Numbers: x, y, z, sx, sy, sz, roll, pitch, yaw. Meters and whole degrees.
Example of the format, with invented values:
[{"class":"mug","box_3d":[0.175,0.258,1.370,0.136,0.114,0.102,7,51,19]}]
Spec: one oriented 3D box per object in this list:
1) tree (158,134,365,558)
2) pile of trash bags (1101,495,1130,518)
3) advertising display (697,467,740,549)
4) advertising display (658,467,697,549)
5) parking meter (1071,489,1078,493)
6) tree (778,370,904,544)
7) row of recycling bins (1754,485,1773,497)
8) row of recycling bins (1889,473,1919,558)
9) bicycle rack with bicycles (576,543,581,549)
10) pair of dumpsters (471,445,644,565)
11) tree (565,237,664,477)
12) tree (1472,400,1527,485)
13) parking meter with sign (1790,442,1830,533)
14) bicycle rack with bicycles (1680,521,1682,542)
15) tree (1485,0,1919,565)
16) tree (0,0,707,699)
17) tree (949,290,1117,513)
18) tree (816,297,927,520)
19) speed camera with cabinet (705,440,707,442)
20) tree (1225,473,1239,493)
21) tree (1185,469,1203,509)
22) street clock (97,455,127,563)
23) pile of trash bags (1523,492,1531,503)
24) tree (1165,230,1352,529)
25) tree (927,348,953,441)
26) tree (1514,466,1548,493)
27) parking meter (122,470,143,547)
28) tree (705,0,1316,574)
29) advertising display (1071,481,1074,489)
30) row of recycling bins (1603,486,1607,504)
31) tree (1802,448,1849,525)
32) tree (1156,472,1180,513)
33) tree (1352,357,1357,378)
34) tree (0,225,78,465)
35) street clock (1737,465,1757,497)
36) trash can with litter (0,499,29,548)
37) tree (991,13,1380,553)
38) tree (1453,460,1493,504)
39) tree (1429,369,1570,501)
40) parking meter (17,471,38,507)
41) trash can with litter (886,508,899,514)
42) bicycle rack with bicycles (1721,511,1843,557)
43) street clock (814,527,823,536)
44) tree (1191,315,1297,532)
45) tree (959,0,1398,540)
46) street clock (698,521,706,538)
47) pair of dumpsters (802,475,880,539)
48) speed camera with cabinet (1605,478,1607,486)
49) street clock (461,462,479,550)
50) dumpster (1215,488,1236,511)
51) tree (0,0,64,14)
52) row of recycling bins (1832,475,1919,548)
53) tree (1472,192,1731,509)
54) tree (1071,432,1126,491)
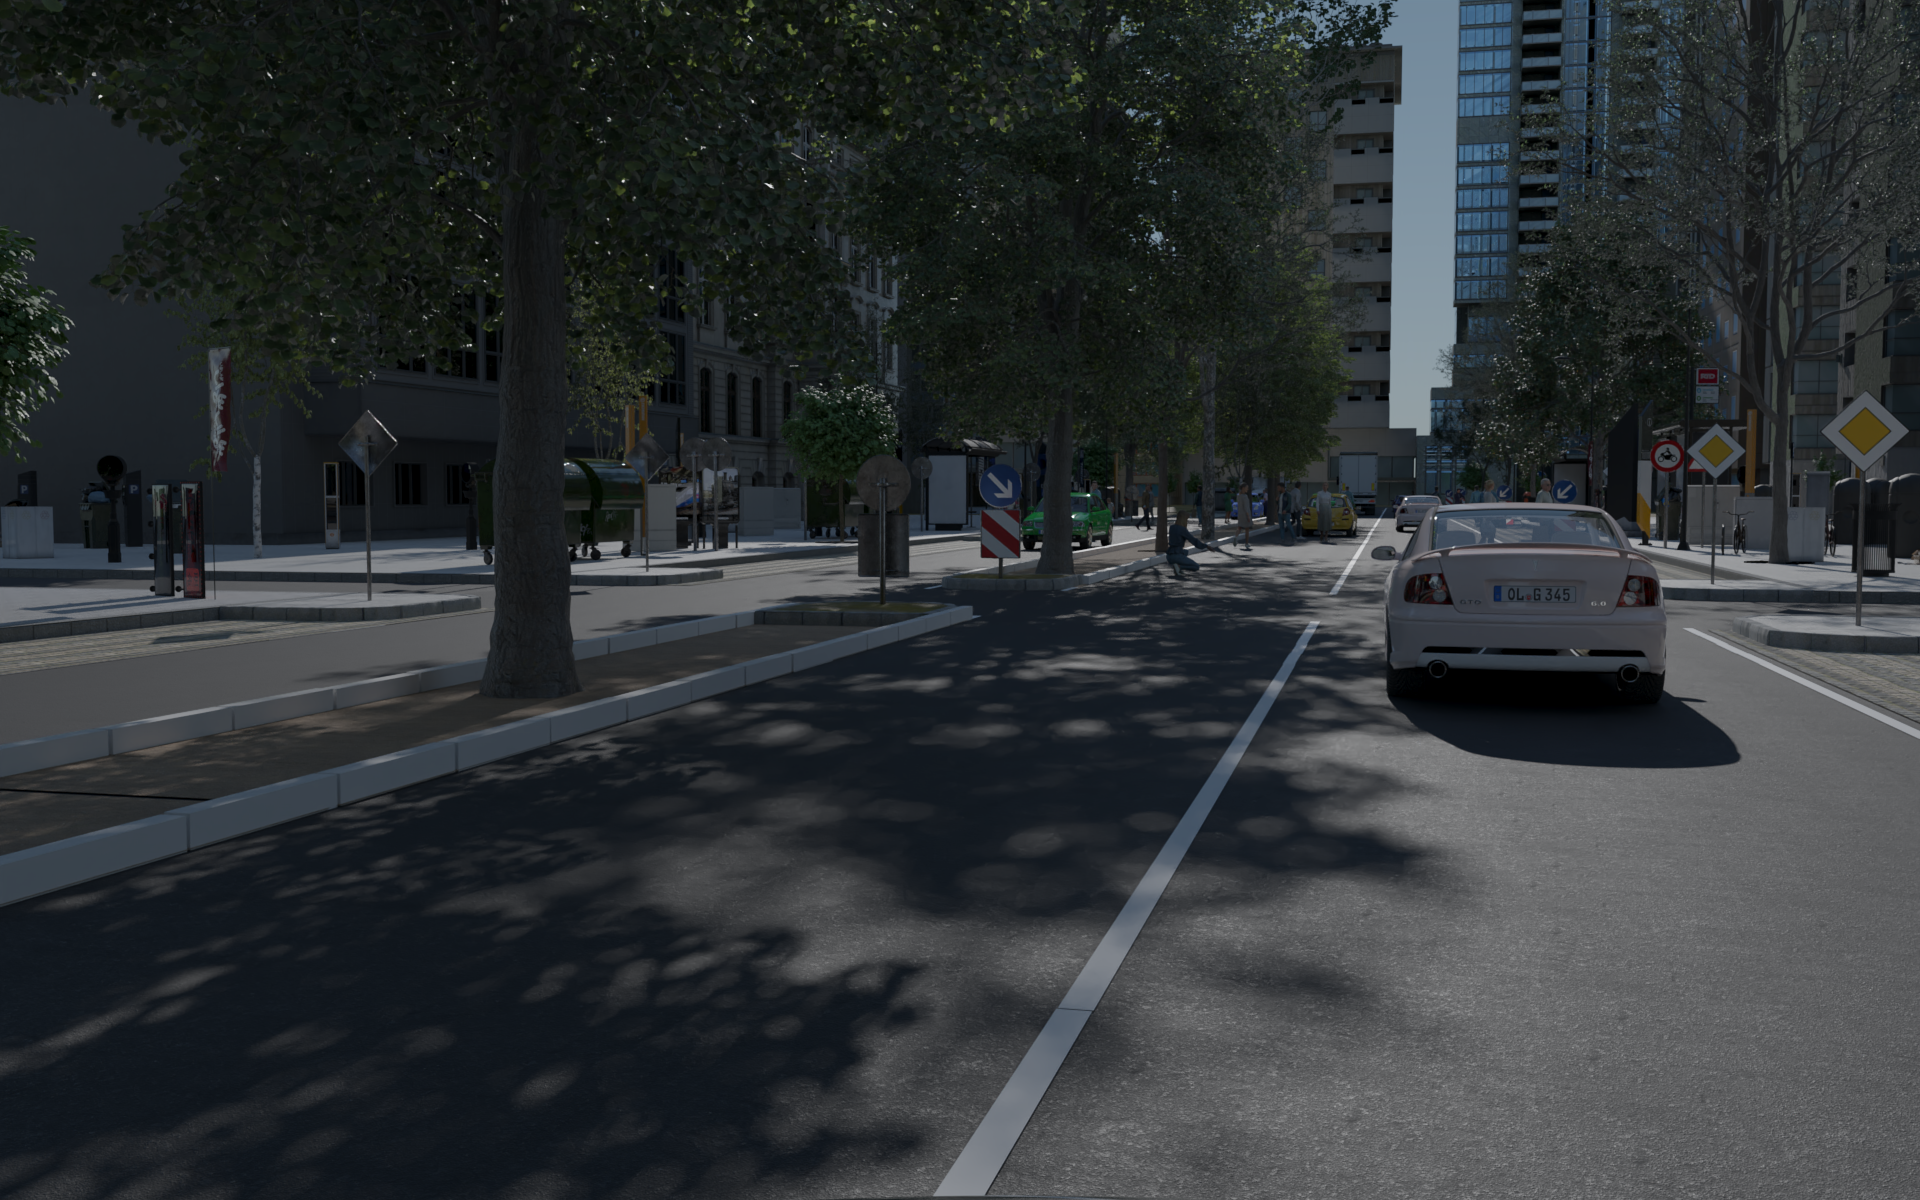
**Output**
[{"class":"tree","box_3d":[-14.064,-5.158,34.696,4.737,8.622,4.395,0,3,0]},{"class":"pile of trash bags","box_3d":[8.302,-5.210,94.931,3.447,1.369,1.912,-3,5,-42]},{"class":"advertising display","box_3d":[-5.630,-2.166,40.628,0.974,1.923,0.123,-2,4,-34]},{"class":"advertising display","box_3d":[-6.577,-2.167,40.645,0.974,1.923,0.123,-1,4,-22]},{"class":"parking meter","box_3d":[5.518,-4.575,83.212,0.372,1.533,0.369,0,3,0]},{"class":"tree","box_3d":[-3.112,-3.775,45.438,4.285,4.588,4.351,0,3,0]},{"class":"row of recycling bins","box_3d":[36.033,-4.293,77.311,1.069,1.692,3.534,2,4,31]},{"class":"row of recycling bins","box_3d":[20.273,-1.730,35.403,3.534,1.692,1.069,-2,4,-27]},{"class":"bicycle rack with bicycles","box_3d":[-9.753,-1.738,41.799,2.852,0.926,2.925,0,4,3]},{"class":"pair of dumpsters","box_3d":[-7.656,-1.877,33.176,1.574,2.255,4.437,1,4,14]},{"class":"tree","box_3d":[-9.605,-5.862,46.214,4.360,8.622,3.978,0,3,0]},{"class":"tree","box_3d":[36.579,-10.160,116.477,4.360,8.622,3.978,0,3,0]},{"class":"parking meter with sign","box_3d":[28.690,-3.769,57.878,1.738,3.016,0.543,2,4,29]},{"class":"bicycle rack with bicycles","box_3d":[20.394,-1.980,45.762,2.852,0.926,2.925,-1,4,-16]},{"class":"tree","box_3d":[14.937,-7.405,31.442,12.009,13.543,11.850,0,3,0]},{"class":"tree","box_3d":[-3.067,-6.297,12.064,9.857,13.997,8.962,0,3,0]},{"class":"tree","box_3d":[3.011,-8.568,74.507,8.767,10.594,7.601,2,4,28]},{"class":"tree","box_3d":[-3.758,-7.037,65.412,4.360,8.622,3.978,0,3,0]},{"class":"speed camera with cabinet","box_3d":[-8.764,-4.231,63.516,2.038,3.252,0.660,-3,4,-36]},{"class":"tree","box_3d":[25.345,-10.136,160.328,1.663,3.219,1.824,0,3,0]},{"class":"tree","box_3d":[17.214,-8.150,127.846,1.663,3.219,1.824,0,3,0]},{"class":"street clock","box_3d":[-15.816,-1.699,32.349,0.471,2.002,0.358,-1,4,-10]},{"class":"pile of trash bags","box_3d":[29.905,-4.837,88.830,1.912,1.369,3.447,-1,4,-14]},{"class":"tree","box_3d":[11.691,-9.169,70.499,7.486,12.596,7.792,0,3,0]},{"class":"tree","box_3d":[-1.898,-8.178,84.078,4.360,8.622,3.978,0,3,0]},{"class":"tree","box_3d":[30.849,-6.026,93.131,1.663,3.219,1.824,0,3,0]},{"class":"parking meter","box_3d":[-20.078,-2.220,42.011,0.399,1.863,0.255,-3,5,-40]},{"class":"tree","box_3d":[1.696,-7.405,30.190,9.857,13.997,8.962,0,3,0]},{"class":"advertising display","box_3d":[5.312,-5.066,88.048,0.974,1.923,0.123,1,4,12]},{"class":"row of recycling bins","box_3d":[33.515,-5.036,89.447,1.069,1.692,3.534,-2,4,-32]},{"class":"tree","box_3d":[36.408,-4.810,73.250,1.663,3.219,1.824,0,3,0]},{"class":"tree","box_3d":[14.263,-7.613,119.066,1.663,3.219,1.824,0,3,0]},{"class":"tree","box_3d":[14.301,-9.742,79.872,7.486,12.596,7.792,0,3,0]},{"class":"tree","box_3d":[-10.588,-2.052,17.258,4.285,4.588,4.351,0,3,0]},{"class":"street clock","box_3d":[19.880,-2.400,43.804,0.358,2.002,0.471,-1,4,-15]},{"class":"trash can with litter","box_3d":[-22.754,-1.839,41.453,1.055,1.170,0.624,2,4,34]},{"class":"tree","box_3d":[4.964,-7.905,42.069,12.009,13.543,11.850,0,3,0]},{"class":"tree","box_3d":[46.546,-10.588,156.823,4.285,4.588,4.351,0,3,0]},{"class":"tree","box_3d":[33.161,-10.371,103.986,7.601,10.594,8.767,2,4,33]},{"class":"parking meter","box_3d":[-23.371,-2.307,43.427,0.399,1.863,0.255,1,4,11]},{"class":"trash can with litter","box_3d":[-2.437,-2.630,54.384,1.055,1.170,0.624,1,4,15]},{"class":"bicycle rack with bicycles","box_3d":[17.369,-1.438,36.901,2.852,0.926,2.925,2,4,24]},{"class":"street clock","box_3d":[-4.297,-2.933,52.529,0.358,2.002,0.471,-2,4,-30]},{"class":"tree","box_3d":[10.472,-6.836,64.589,4.360,8.622,3.978,0,3,0]},{"class":"tree","box_3d":[6.807,-12.017,54.831,12.611,20.169,13.585,0,3,0]},{"class":"street clock","box_3d":[-7.581,-2.828,50.808,0.471,2.002,0.358,3,5,42]},{"class":"pair of dumpsters","box_3d":[-3.322,-2.985,51.298,1.574,2.255,4.437,1,4,14]},{"class":"speed camera with cabinet","box_3d":[36.599,-6.172,95.252,2.038,3.252,0.660,2,4,27]},{"class":"street clock","box_3d":[-11.216,-2.150,39.722,0.471,2.002,0.358,3,5,44]},{"class":"dumpster","box_3d":[18.727,-7.043,123.360,1.865,1.857,1.264,1,4,14]},{"class":"tree","box_3d":[-4.928,-5.074,3.547,7.486,12.596,7.792,0,3,0]},{"class":"row of recycling bins","box_3d":[23.899,-2.296,44.654,3.534,1.692,1.069,-2,4,-28]},{"class":"tree","box_3d":[24.506,-9.113,66.010,9.611,12.733,9.660,0,3,0]},{"class":"tree","box_3d":[7.070,-6.519,90.298,4.285,4.588,4.351,0,3,0]}]
